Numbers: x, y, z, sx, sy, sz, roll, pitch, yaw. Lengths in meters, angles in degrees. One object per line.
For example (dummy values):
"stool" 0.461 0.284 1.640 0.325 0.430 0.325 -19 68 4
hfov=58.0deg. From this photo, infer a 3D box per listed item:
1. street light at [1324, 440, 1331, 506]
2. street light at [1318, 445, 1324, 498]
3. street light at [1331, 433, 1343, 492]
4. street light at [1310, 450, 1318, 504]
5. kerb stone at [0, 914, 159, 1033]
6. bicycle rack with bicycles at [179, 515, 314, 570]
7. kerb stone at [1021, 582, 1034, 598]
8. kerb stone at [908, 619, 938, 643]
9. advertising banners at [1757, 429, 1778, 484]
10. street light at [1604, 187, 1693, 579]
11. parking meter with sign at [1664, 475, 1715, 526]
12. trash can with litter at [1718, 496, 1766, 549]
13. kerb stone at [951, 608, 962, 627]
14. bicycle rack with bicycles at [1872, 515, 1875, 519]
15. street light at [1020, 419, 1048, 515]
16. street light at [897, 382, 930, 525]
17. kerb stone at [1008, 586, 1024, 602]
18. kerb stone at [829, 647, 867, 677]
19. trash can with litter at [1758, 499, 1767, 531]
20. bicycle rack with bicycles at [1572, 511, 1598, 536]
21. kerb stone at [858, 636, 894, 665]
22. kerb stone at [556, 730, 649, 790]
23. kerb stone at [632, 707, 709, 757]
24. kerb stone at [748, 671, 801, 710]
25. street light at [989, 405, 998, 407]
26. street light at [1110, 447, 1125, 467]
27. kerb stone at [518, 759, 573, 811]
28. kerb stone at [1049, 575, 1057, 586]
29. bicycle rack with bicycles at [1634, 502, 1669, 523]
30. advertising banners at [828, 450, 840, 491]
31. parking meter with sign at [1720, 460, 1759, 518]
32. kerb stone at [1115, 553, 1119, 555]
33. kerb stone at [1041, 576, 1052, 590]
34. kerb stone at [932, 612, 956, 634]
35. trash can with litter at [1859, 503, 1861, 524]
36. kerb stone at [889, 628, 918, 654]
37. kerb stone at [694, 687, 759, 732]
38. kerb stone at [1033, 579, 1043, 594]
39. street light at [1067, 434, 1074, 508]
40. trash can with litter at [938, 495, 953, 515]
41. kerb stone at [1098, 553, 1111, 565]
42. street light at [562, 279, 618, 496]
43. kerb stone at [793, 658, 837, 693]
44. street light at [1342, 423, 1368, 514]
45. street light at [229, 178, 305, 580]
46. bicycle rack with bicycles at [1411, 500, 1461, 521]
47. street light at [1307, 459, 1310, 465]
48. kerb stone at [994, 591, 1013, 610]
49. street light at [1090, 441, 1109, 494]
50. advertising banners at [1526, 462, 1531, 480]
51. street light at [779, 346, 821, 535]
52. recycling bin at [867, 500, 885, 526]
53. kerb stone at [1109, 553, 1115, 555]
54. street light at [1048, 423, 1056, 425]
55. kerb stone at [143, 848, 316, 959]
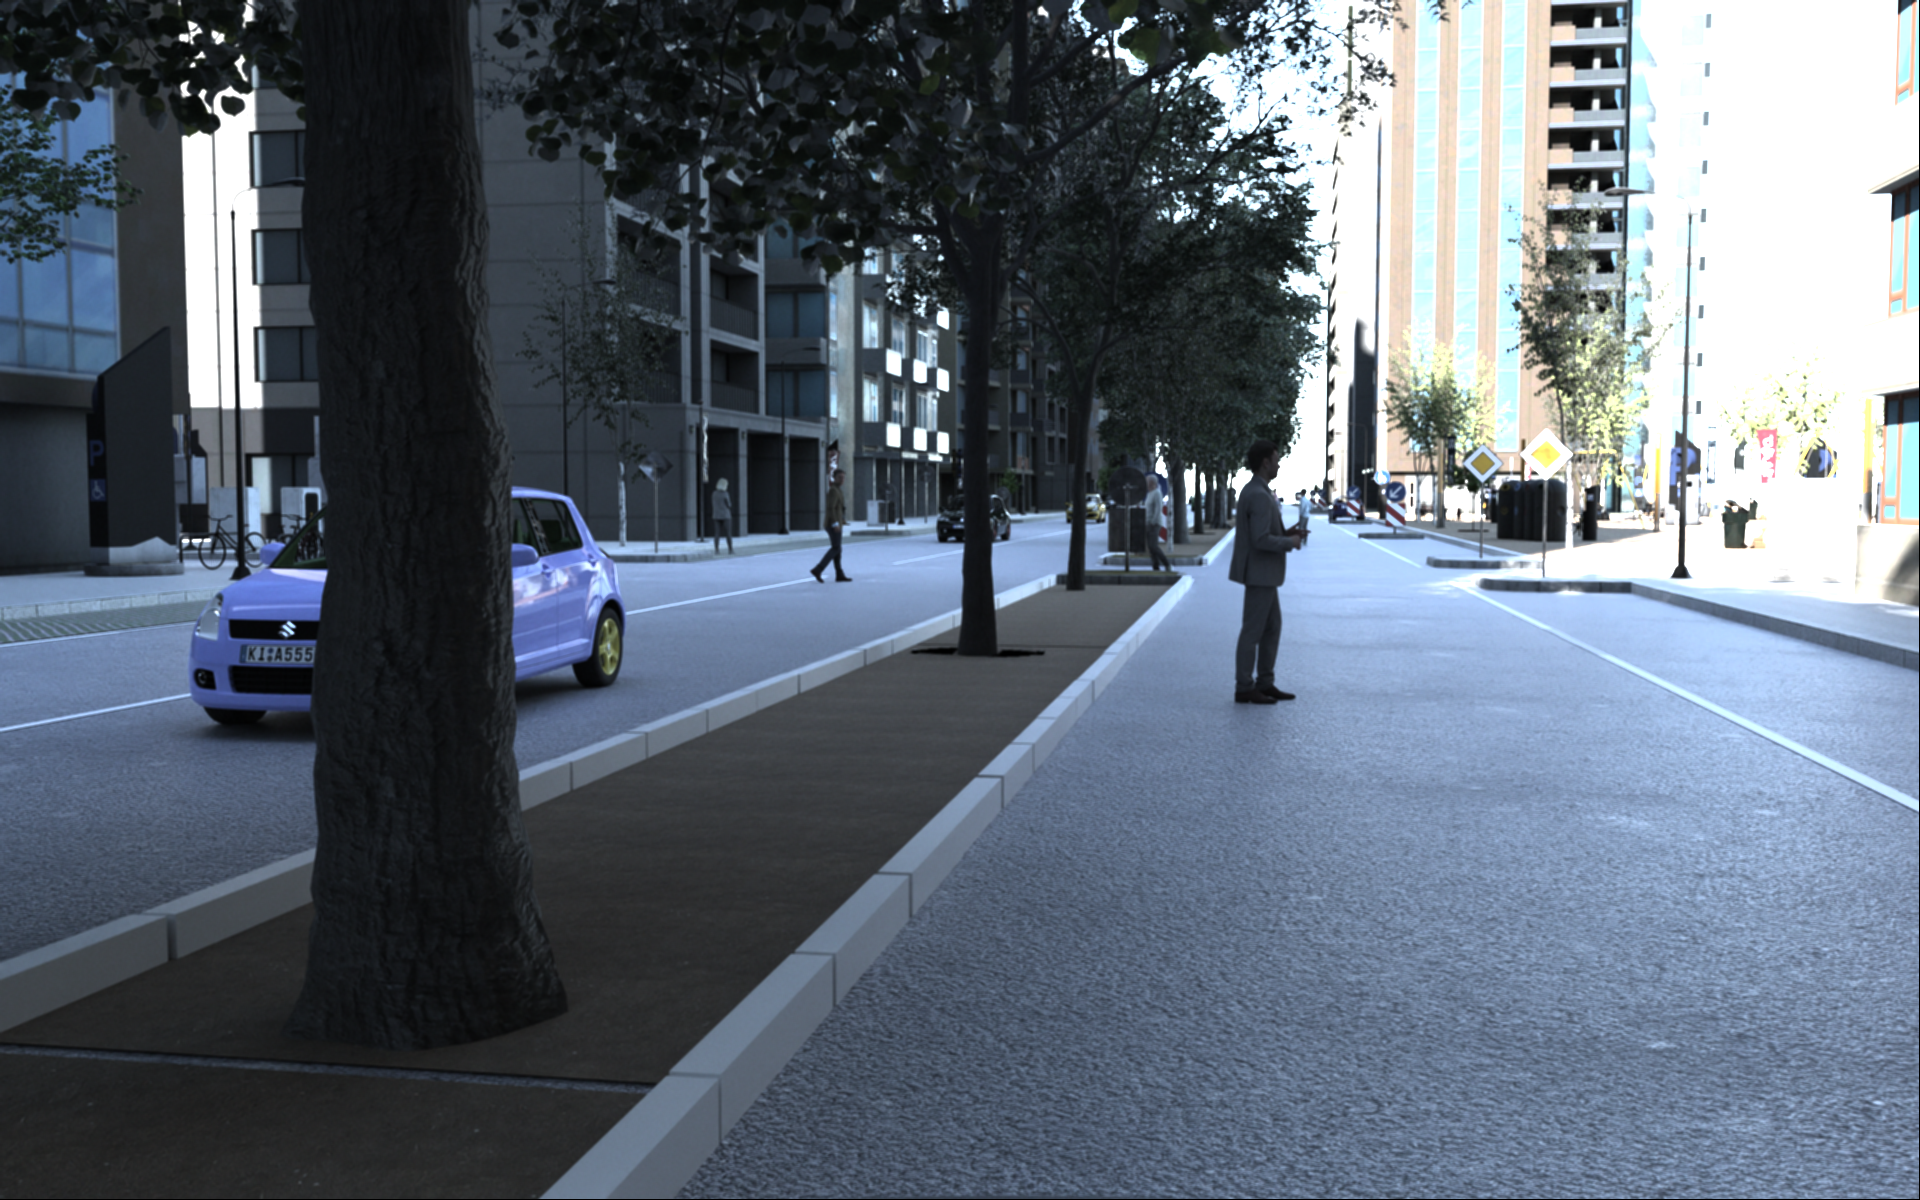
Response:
"street light" 32.202 -10.752 148.333 1.470 5.913 1.316 1 4 10
"street light" 35.209 -11.800 165.468 1.470 5.913 1.316 1 4 10
"street light" 28.991 -9.682 130.844 1.470 5.913 1.316 1 4 10
"street light" 40.080 -13.476 192.866 1.470 5.913 1.316 1 4 10
"kerb stone" -2.557 1.065 4.787 0.120 0.150 1.000 1 4 10
"bicycle rack with bicycles" -11.842 -1.003 29.786 2.852 0.926 2.925 1 4 11
"kerb stone" 0.864 -0.108 23.969 0.120 0.150 1.000 1 4 10
"kerb stone" -0.391 0.324 16.892 0.120 0.150 1.000 1 4 10
"advertising banners" 22.317 -3.056 46.155 2.074 3.025 0.090 2 4 30
"street light" 10.456 -3.289 26.311 1.470 5.913 1.316 1 4 10
"parking meter with sign" 29.289 -4.486 69.607 1.738 3.016 0.543 1 4 13
"trash can with litter" 18.309 -1.775 40.405 1.055 1.170 0.624 0 4 3
"kerb stone" -0.034 0.201 18.909 0.120 0.150 1.000 1 4 10
"bicycle rack with bicycles" 31.333 -2.641 56.568 2.925 0.926 2.852 1 4 13
"street light" 4.466 -8.252 107.463 1.470 5.913 1.316 1 4 10
"street light" -1.929 -6.089 72.091 1.470 5.913 1.316 1 4 10
"kerb stone" 0.684 -0.047 22.962 0.120 0.150 1.000 1 4 10
"kerb stone" -0.939 0.517 13.867 0.120 0.150 1.000 1 4 10
"trash can with litter" 28.684 -2.999 60.086 2.233 1.210 1.678 0 4 3
"bicycle rack with bicycles" 18.213 -2.457 53.557 2.925 0.926 2.852 0 4 4
"kerb stone" -0.750 0.452 14.875 0.120 0.150 1.000 1 4 10
"kerb stone" -1.833 0.821 8.823 0.120 0.150 1.000 1 4 10
"kerb stone" -1.655 0.756 9.832 0.120 0.150 1.000 1 4 10
"kerb stone" -1.300 0.633 11.848 0.120 0.150 1.000 1 4 10
"street light" 1.294 -7.206 90.358 1.470 5.913 1.316 1 4 10
"street light" 14.821 -11.836 166.055 1.470 5.913 1.316 1 4 10
"kerb stone" -2.013 0.879 7.816 0.120 0.150 1.000 1 4 10
"kerb stone" 1.406 -0.293 26.987 0.120 0.150 1.000 1 4 10
"bicycle rack with bicycles" 32.077 -3.985 78.542 2.925 0.926 2.852 0 4 -6
"advertising banners" -5.709 -4.455 69.032 2.074 3.025 0.090 -2 4 -28
"parking meter with sign" 40.267 -5.704 89.513 1.738 3.016 0.543 3 5 43
"kerb stone" 3.284 -0.942 37.604 0.120 0.150 1.000 1 4 10
"kerb stone" 1.215 -0.228 25.983 0.120 0.150 1.000 1 4 10
"kerb stone" -0.219 0.263 17.900 0.120 0.150 1.000 1 4 10
"trash can with litter" 27.403 -2.554 53.147 1.055 1.170 0.624 -3 5 -40
"kerb stone" -0.568 0.392 15.885 0.120 0.150 1.000 1 4 10
"kerb stone" -1.475 0.695 10.839 0.120 0.150 1.000 1 4 10
"kerb stone" 1.042 -0.167 24.976 0.120 0.150 1.000 1 4 10
"street light" 8.725 -9.722 131.503 1.470 5.913 1.316 1 4 10
"trash can with litter" -0.657 -5.958 108.475 1.678 1.210 2.233 -2 4 -24
"kerb stone" 2.939 -0.819 35.589 0.120 0.150 1.000 1 4 10
"street light" -8.070 -3.979 37.596 1.470 5.913 1.316 1 4 10
"kerb stone" -1.113 0.574 12.856 0.120 0.150 1.000 1 4 10
"street light" 26.025 -8.618 113.440 1.470 5.913 1.316 1 4 10
"street light" -10.232 -3.251 25.687 1.470 5.913 1.316 1 4 10
"bicycle rack with bicycles" 23.047 -4.297 83.631 2.852 0.926 2.925 1 4 16
"street light" 43.303 -14.571 210.783 1.470 5.913 1.316 1 4 10
"kerb stone" 0.508 0.015 21.952 0.120 0.150 1.000 1 4 10
"street light" 11.773 -10.770 148.630 1.470 5.913 1.316 1 4 10
"advertising banners" 30.658 -5.830 91.509 2.074 3.025 0.090 3 4 37
"street light" -5.063 -5.027 54.730 1.470 5.913 1.316 1 4 10
"recycling bin" -3.334 -3.444 68.869 0.722 1.027 0.722 0 4 -3
"kerb stone" 3.116 -0.878 36.596 0.120 0.150 1.000 1 4 10
"street light" 5.578 -8.623 113.528 1.470 5.913 1.316 1 4 10
"kerb stone" -2.366 1.004 5.798 0.120 0.150 1.000 1 4 10
